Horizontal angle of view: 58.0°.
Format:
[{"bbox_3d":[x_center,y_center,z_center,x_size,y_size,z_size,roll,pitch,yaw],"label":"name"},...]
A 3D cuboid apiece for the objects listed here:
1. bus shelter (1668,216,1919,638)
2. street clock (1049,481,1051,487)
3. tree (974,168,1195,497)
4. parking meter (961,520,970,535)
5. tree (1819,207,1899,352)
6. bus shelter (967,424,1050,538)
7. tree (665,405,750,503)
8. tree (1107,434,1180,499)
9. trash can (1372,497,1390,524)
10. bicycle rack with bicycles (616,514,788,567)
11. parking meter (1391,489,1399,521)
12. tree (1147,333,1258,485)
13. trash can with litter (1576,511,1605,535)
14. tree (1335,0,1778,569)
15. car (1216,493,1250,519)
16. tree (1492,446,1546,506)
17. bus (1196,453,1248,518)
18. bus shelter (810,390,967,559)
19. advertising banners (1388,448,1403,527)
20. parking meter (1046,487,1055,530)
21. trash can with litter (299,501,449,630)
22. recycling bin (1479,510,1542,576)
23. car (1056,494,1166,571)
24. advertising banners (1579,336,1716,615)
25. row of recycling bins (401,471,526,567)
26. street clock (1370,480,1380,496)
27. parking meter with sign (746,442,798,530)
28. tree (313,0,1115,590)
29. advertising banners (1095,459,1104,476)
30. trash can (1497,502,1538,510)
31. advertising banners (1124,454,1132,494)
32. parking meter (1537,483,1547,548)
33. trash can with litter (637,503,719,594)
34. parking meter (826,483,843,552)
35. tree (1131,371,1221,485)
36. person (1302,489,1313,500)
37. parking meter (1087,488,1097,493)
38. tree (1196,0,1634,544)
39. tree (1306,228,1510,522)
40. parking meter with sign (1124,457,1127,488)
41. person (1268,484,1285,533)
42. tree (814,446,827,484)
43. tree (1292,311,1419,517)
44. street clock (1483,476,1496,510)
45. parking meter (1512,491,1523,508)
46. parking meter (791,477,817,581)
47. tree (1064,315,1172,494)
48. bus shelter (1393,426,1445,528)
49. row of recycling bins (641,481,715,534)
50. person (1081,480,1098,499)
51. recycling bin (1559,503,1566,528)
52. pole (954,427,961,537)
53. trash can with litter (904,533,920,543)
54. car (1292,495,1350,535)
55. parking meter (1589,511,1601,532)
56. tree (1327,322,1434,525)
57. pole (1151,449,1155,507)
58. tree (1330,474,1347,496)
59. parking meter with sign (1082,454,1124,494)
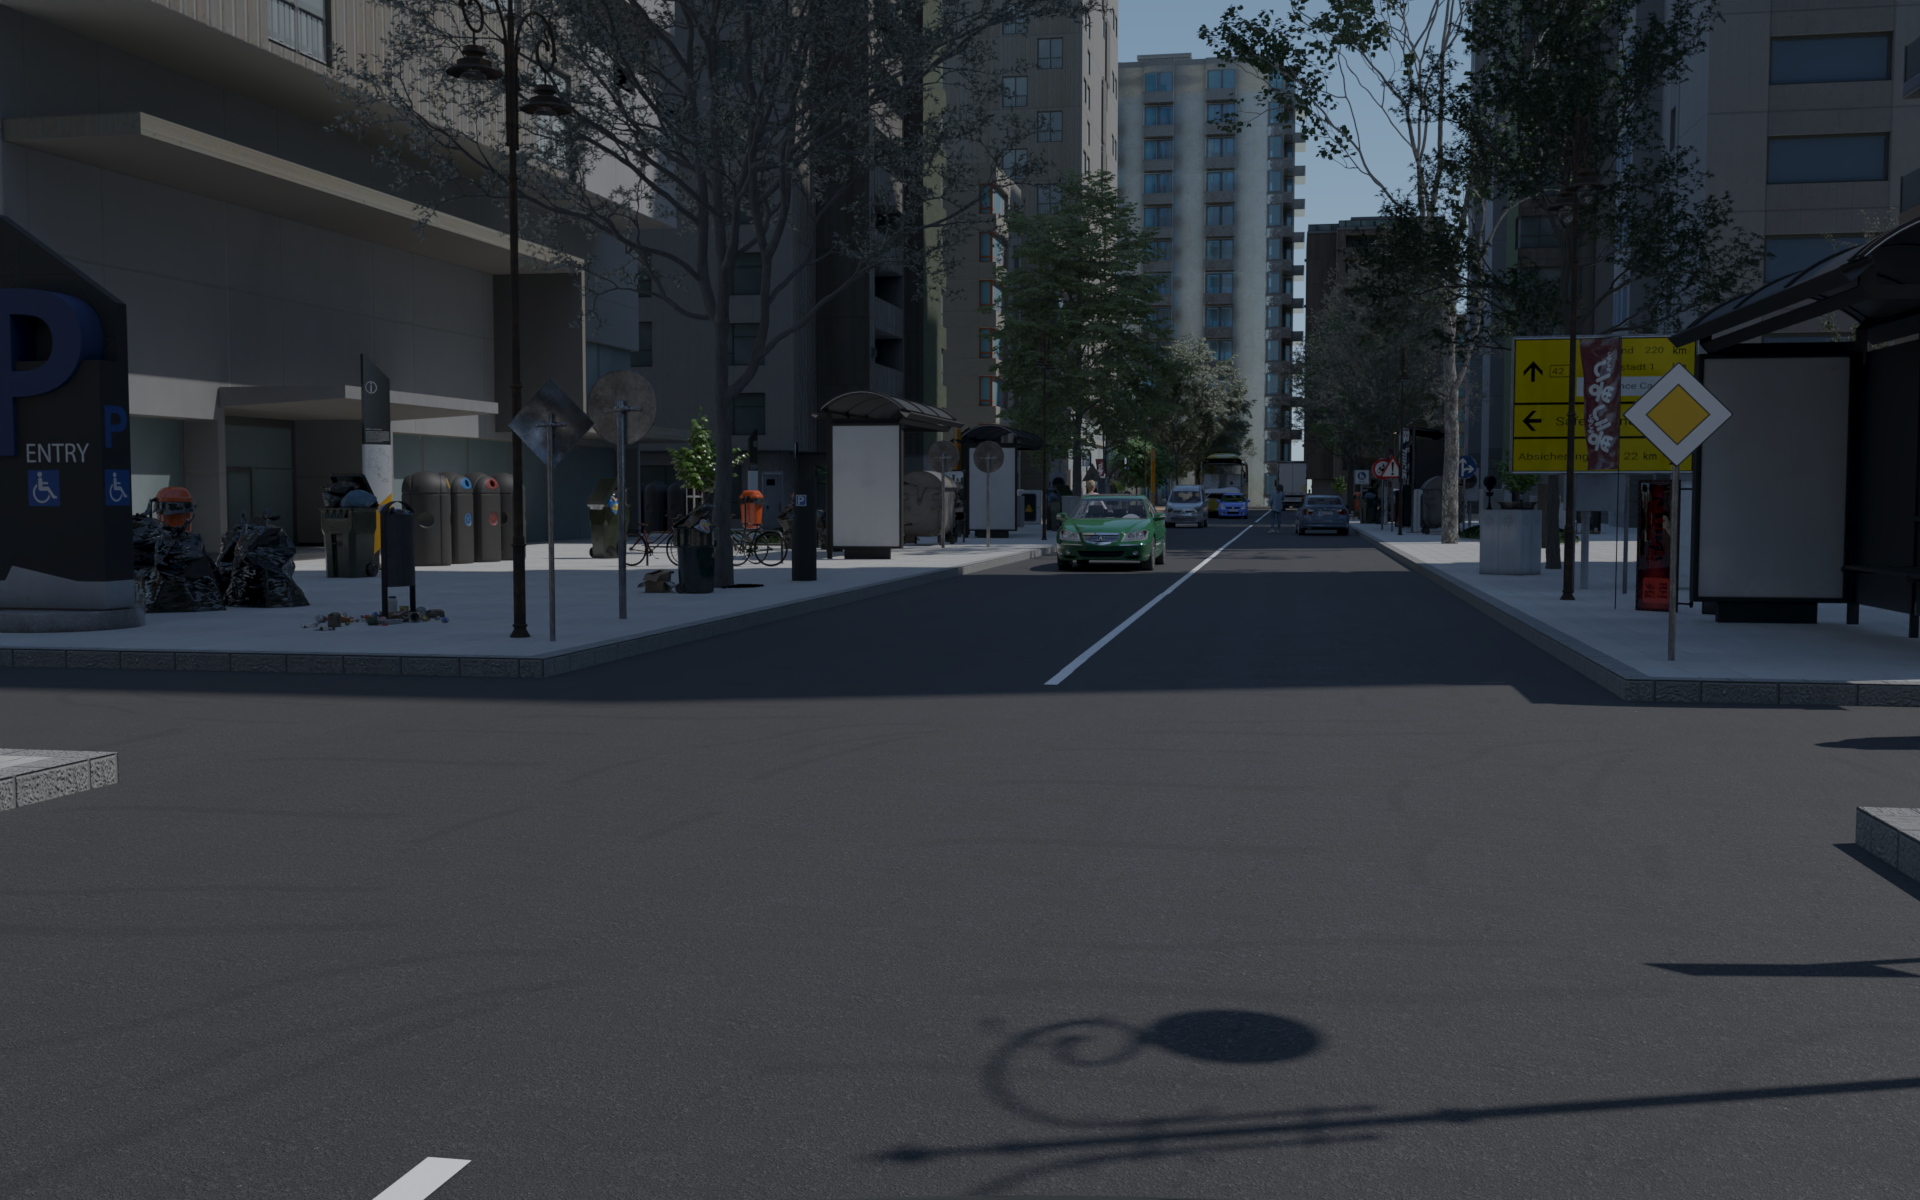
[{"bbox_3d":[7.626,-1.269,14.676,2.014,3.302,5.546,1,4,11],"label":"bus shelter"},{"bbox_3d":[4.619,-4.918,84.985,0.471,2.002,0.358,1,4,21],"label":"street clock"},{"bbox_3d":[4.287,-8.701,60.396,7.486,12.596,7.792,0,3,0],"label":"tree"},{"bbox_3d":[0.133,-2.845,54.924,0.372,1.533,0.369,0,3,0],"label":"parking meter"},{"bbox_3d":[23.928,-5.746,44.306,4.360,8.622,3.978,0,3,0],"label":"tree"},{"bbox_3d":[1.357,-3.599,52.774,2.014,3.302,5.546,1,4,11],"label":"bus shelter"},{"bbox_3d":[-5.715,-2.648,37.897,1.663,3.219,1.824,0,3,0],"label":"tree"},{"bbox_3d":[10.371,-6.797,94.843,4.285,4.588,4.351,0,3,0],"label":"tree"},{"bbox_3d":[17.913,-3.796,73.710,0.748,1.137,0.748,0,3,0],"label":"trash can"},{"bbox_3d":[-4.342,-1.091,31.218,2.925,0.926,2.852,2,4,25],"label":"bicycle rack with bicycles"},{"bbox_3d":[20.093,-4.374,79.919,0.372,1.533,0.369,0,3,0],"label":"parking meter"},{"bbox_3d":[18.777,-14.029,136.034,9.857,13.997,8.962,0,3,0],"label":"tree"},{"bbox_3d":[19.664,-2.728,55.667,2.233,1.210,1.678,1,4,12],"label":"trash can with litter"},{"bbox_3d":[9.850,-5.806,29.337,7.601,10.594,8.767,-1,4,-16],"label":"tree"},{"bbox_3d":[15.856,-5.558,100.457,1.945,1.707,3.694,1,4,9],"label":"car"},{"bbox_3d":[20.775,-4.267,64.365,1.663,3.219,1.824,0,3,0],"label":"tree"},{"bbox_3d":[16.614,-7.154,108.518,2.896,3.916,12.252,1,4,11],"label":"bus"},{"bbox_3d":[-1.413,-2.605,36.513,2.014,3.302,5.546,1,4,11],"label":"bus shelter"},{"bbox_3d":[17.022,-4.343,67.197,0.090,3.025,2.074,3,4,38],"label":"advertising banners"},{"bbox_3d":[3.243,-3.236,61.325,0.372,1.533,0.369,0,3,0],"label":"parking meter"},{"bbox_3d":[-5.933,-0.383,17.314,1.678,1.210,2.233,1,4,15],"label":"trash can with litter"},{"bbox_3d":[8.797,-0.925,27.676,0.722,1.027,0.722,-3,5,-42],"label":"recycling bin"},{"bbox_3d":[3.027,-1.361,34.056,2.131,1.459,4.920,1,4,11],"label":"car"},{"bbox_3d":[7.626,-1.384,18.809,0.090,3.025,2.074,-3,4,-38],"label":"advertising banners"},{"bbox_3d":[-9.247,-1.539,32.278,1.069,1.692,3.534,1,4,15],"label":"row of recycling bins"},{"bbox_3d":[20.706,-5.007,86.439,0.358,2.002,0.471,-1,4,-23],"label":"street clock"},{"bbox_3d":[-6.321,-3.793,58.274,1.738,3.016,0.543,-1,4,-9],"label":"parking meter with sign"},{"bbox_3d":[-3.142,-6.918,23.479,12.009,13.543,11.850,0,3,0],"label":"tree"},{"bbox_3d":[7.527,-5.435,85.046,2.074,3.025,0.090,3,4,36],"label":"advertising banners"},{"bbox_3d":[10.424,-1.270,32.412,0.748,1.137,0.748,0,3,0],"label":"trash can"},{"bbox_3d":[7.145,-4.765,74.094,0.090,3.025,2.074,1,4,10],"label":"advertising banners"},{"bbox_3d":[13.842,-1.991,40.966,0.372,1.533,0.369,0,3,0],"label":"parking meter"},{"bbox_3d":[-3.662,-0.675,22.424,1.055,1.170,0.624,1,4,11],"label":"trash can with litter"},{"bbox_3d":[-2.794,-1.846,38.595,0.372,1.533,0.369,0,3,0],"label":"parking meter"},{"bbox_3d":[15.083,-11.446,121.555,7.601,10.594,8.767,1,4,21],"label":"tree"},{"bbox_3d":[27.727,-7.882,137.377,1.348,1.824,0.705,2,4,30],"label":"person"},{"bbox_3d":[5.071,-3.550,66.445,0.372,1.533,0.369,0,3,0],"label":"parking meter"},{"bbox_3d":[11.261,-11.489,43.728,12.611,20.169,13.585,0,3,0],"label":"tree"},{"bbox_3d":[19.501,-10.294,78.671,12.009,13.543,11.850,0,3,0],"label":"tree"},{"bbox_3d":[7.003,-5.265,82.348,1.738,3.016,0.543,1,4,15],"label":"parking meter with sign"},{"bbox_3d":[11.700,-3.382,64.054,0.793,1.790,0.793,-3,5,-41],"label":"person"},{"bbox_3d":[-3.818,-3.920,58.699,1.663,3.219,1.824,0,3,0],"label":"tree"},{"bbox_3d":[22.409,-10.539,98.069,9.928,11.665,9.643,0,3,0],"label":"tree"},{"bbox_3d":[21.106,-3.942,69.029,0.471,2.002,0.358,-2,4,-24],"label":"street clock"},{"bbox_3d":[19.133,-3.124,59.485,0.372,1.533,0.369,0,3,0],"label":"parking meter"},{"bbox_3d":[-2.309,-1.053,25.632,0.372,1.533,0.369,0,3,0],"label":"parking meter"},{"bbox_3d":[6.052,-7.237,68.694,4.737,8.622,4.395,0,3,0],"label":"tree"},{"bbox_3d":[16.655,-4.350,62.404,1.731,3.624,6.357,1,4,11],"label":"bus shelter"},{"bbox_3d":[-9.368,-2.994,56.072,3.534,1.692,1.069,1,4,22],"label":"row of recycling bins"},{"bbox_3d":[3.046,-1.778,38.240,0.731,1.740,0.598,-1,4,-16],"label":"person"},{"bbox_3d":[17.478,-2.343,50.863,0.722,1.027,0.722,0,4,-7],"label":"recycling bin"},{"bbox_3d":[-0.073,-3.526,51.492,0.158,3.312,0.155,0,3,0],"label":"pole"},{"bbox_3d":[-1.570,-2.077,45.352,1.055,1.170,0.624,1,4,9],"label":"trash can with litter"},{"bbox_3d":[12.817,-3.020,61.386,2.014,1.417,4.499,1,4,9],"label":"car"},{"bbox_3d":[21.053,-2.996,57.390,0.372,1.533,0.369,0,3,0],"label":"parking meter"},{"bbox_3d":[17.334,-7.394,71.256,4.360,8.622,3.978,0,3,0],"label":"tree"},{"bbox_3d":[8.787,-5.202,78.892,0.158,3.312,0.155,0,3,0],"label":"pole"},{"bbox_3d":[35.724,-10.260,162.359,1.663,3.219,1.824,0,3,0],"label":"tree"},{"bbox_3d":[6.143,-4.817,75.018,1.738,3.016,0.543,-2,4,-34],"label":"parking meter with sign"}]
